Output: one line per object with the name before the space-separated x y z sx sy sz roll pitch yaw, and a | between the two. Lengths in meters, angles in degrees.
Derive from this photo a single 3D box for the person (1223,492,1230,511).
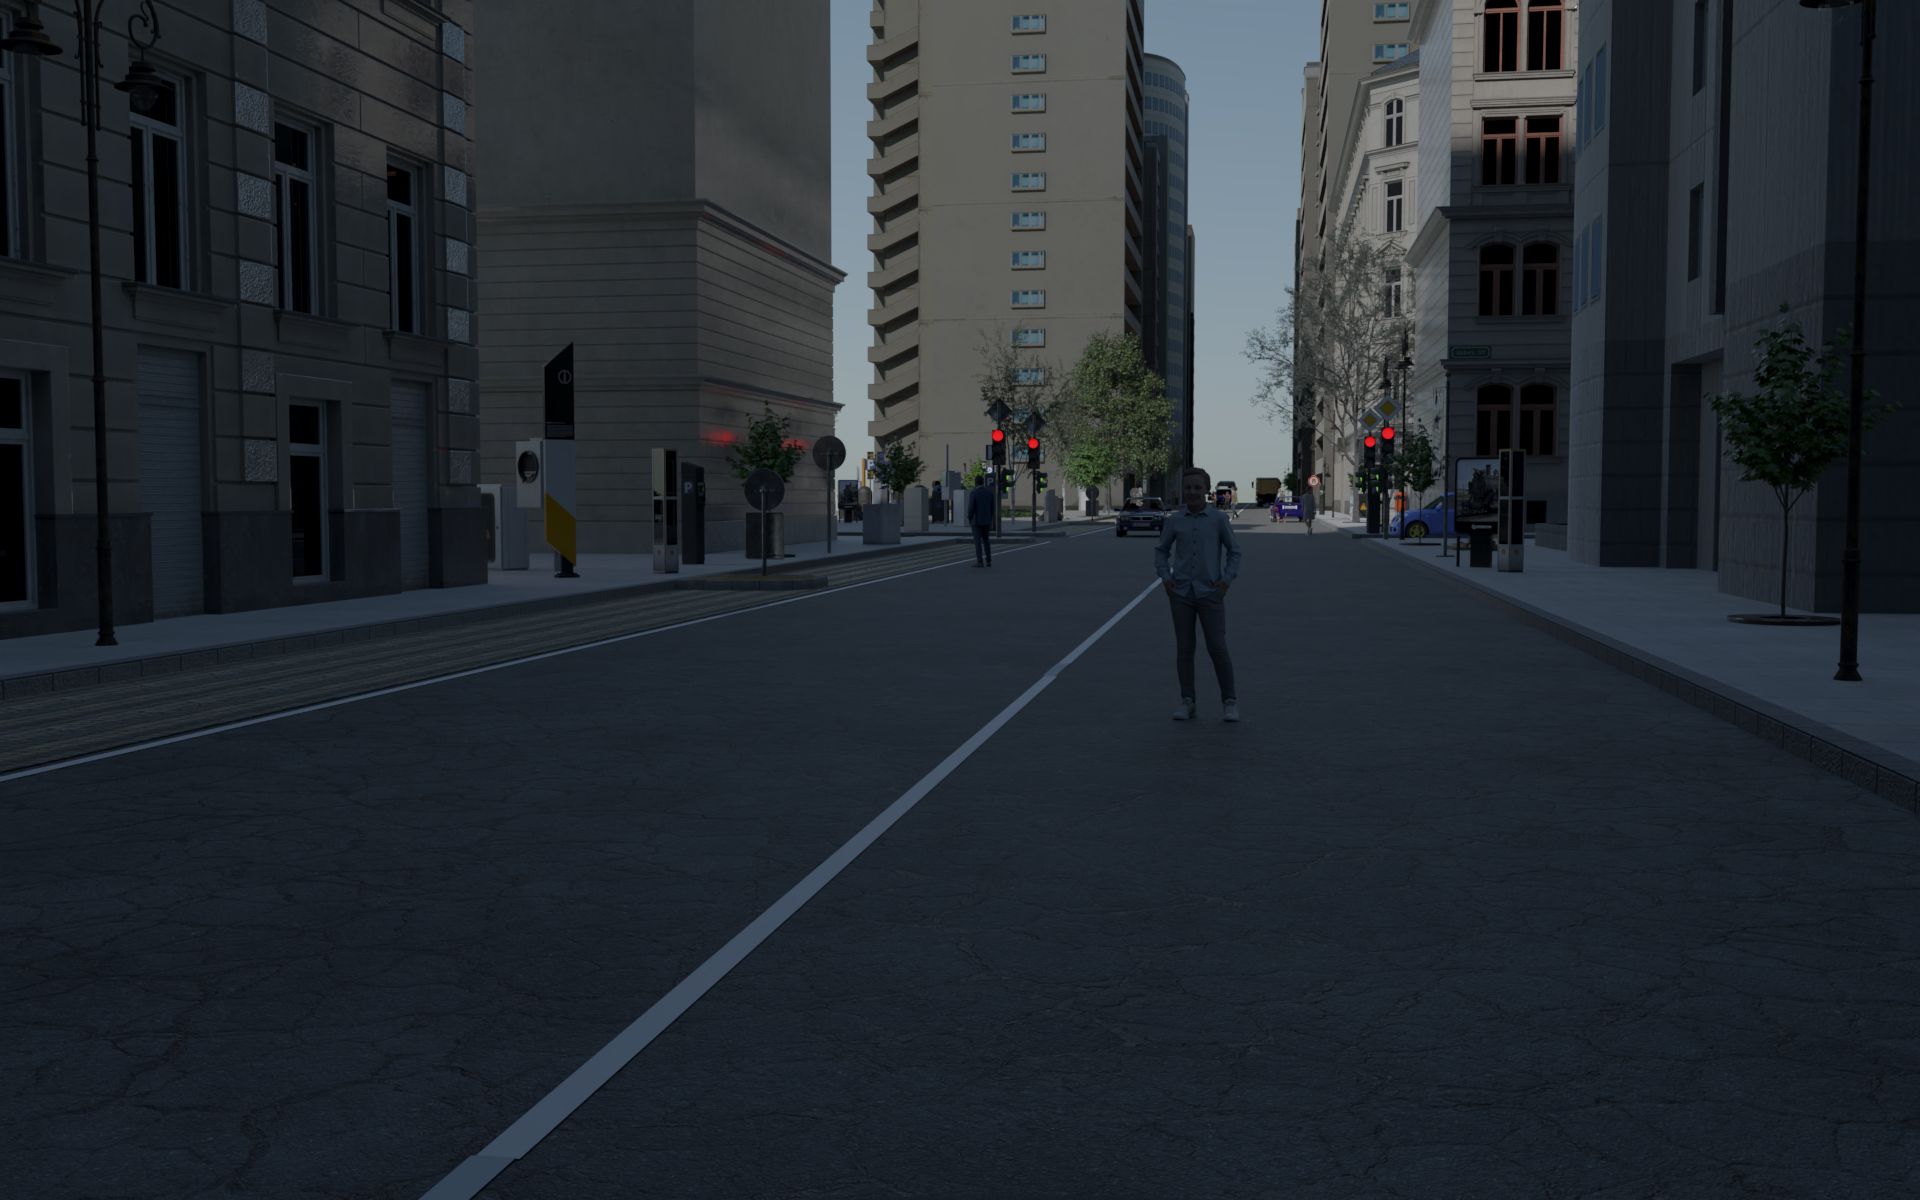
person | 22.497 -8.329 146.153 0.593 1.643 0.415 -1 4 -9

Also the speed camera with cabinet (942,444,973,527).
speed camera with cabinet | -0.031 -4.525 68.316 0.660 3.252 2.038 -2 4 -27

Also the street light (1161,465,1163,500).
street light | 19.948 -12.121 170.960 0.468 5.910 1.993 1 4 10

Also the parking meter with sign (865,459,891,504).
parking meter with sign | -3.958 -5.469 85.685 0.543 3.016 1.738 -3 4 -38

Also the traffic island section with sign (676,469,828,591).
traffic island section with sign | -3.099 -1.093 26.498 1.989 1.847 2.006 1 4 10

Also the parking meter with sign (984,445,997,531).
parking meter with sign | 1.066 -3.916 60.289 0.543 3.016 1.738 0 4 8

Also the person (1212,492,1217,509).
person | 21.232 -8.219 144.344 0.415 1.643 0.593 -1 4 -17

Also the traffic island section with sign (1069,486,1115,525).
traffic island section with sign | 6.113 -4.340 79.589 1.989 1.847 2.006 1 4 10

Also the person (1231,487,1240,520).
person | 15.455 -5.456 97.618 0.836 1.842 0.656 -3 5 -42

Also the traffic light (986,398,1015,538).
traffic light | 1.162 -3.778 50.694 0.839 4.253 0.868 1 4 10

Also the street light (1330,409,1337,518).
street light | 20.276 -7.411 93.956 0.468 5.910 1.993 1 4 10

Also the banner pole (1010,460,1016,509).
banner pole | 3.846 -8.310 125.885 0.401 3.779 0.863 -2 4 -31

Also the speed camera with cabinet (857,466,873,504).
speed camera with cabinet | -6.641 -7.817 122.140 0.660 3.252 2.038 -3 5 -44

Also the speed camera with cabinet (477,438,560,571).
speed camera with cabinet | -7.435 -2.122 29.036 2.038 3.252 0.660 3 5 40

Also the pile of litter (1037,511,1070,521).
pile of litter | 4.862 -4.578 88.811 1.719 0.858 1.176 0 4 6

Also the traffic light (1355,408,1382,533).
traffic light | 13.379 -4.146 56.703 0.839 4.253 0.868 1 4 10

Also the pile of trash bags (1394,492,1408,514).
pile of trash bags | 21.027 -4.163 77.817 1.912 1.369 3.447 -3 5 -45

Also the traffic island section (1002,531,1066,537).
traffic island section | 2.488 -2.228 58.703 2.009 0.180 2.903 1 4 10

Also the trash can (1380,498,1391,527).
trash can | 16.665 -3.471 68.407 0.748 1.137 0.748 0 3 0

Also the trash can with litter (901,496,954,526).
trash can with litter | -1.140 -3.891 74.667 1.678 1.210 2.233 -3 5 -40

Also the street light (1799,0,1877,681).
street light | 6.127 -2.384 11.773 0.468 5.910 1.993 1 4 10

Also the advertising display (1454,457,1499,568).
advertising display | 9.106 -1.529 30.216 0.974 1.923 0.123 3 5 40

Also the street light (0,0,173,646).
street light | -7.241 -2.552 14.519 0.468 5.910 1.993 1 4 10

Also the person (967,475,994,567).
person | 0.426 -1.548 33.991 0.721 1.800 0.419 -3 5 -41

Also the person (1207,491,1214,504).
person | 29.737 -11.926 203.486 1.348 1.824 0.705 1 4 16

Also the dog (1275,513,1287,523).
dog | 15.700 -3.999 84.679 0.406 0.507 0.540 2 4 31

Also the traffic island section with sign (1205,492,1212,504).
traffic island section with sign | 38.284 -15.690 265.152 1.989 1.847 2.006 1 4 10

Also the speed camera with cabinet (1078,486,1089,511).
speed camera with cabinet | 9.447 -8.461 132.668 0.660 3.252 2.038 0 4 -3

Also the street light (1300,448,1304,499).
street light | 33.334 -12.007 169.109 0.468 5.910 1.993 1 4 10

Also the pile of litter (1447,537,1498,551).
pile of litter | 11.776 -1.560 39.477 1.176 0.858 1.719 0 4 -5

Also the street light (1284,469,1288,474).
street light | 47.513 -16.999 250.715 0.468 5.910 1.993 1 4 10

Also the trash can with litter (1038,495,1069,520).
trash can with litter | 4.632 -4.619 86.574 2.233 1.210 1.678 -3 5 -44

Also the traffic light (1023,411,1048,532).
traffic light | 2.526 -4.259 58.562 0.839 4.253 0.868 1 4 10

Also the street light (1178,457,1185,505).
street light | 27.890 -14.906 216.504 0.468 5.910 1.993 1 4 10

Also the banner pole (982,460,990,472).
banner pole | 1.705 -7.673 115.462 0.863 3.779 0.401 0 4 -8

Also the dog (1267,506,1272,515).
dog | 20.942 -6.156 117.491 0.800 0.831 0.513 0 4 -8

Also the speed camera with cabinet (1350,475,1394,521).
speed camera with cabinet | 19.904 -5.462 83.639 2.038 3.252 0.660 -1 4 -12

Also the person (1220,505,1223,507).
person | 29.183 -11.278 193.608 0.721 1.735 1.217 3 5 44

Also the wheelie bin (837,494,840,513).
wheelie bin | -7.283 -6.133 108.188 0.693 1.594 0.980 3 4 37

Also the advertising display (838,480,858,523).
advertising display | -5.013 -4.422 77.507 0.974 1.923 0.123 -2 4 -30

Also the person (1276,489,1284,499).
person | 21.072 -6.445 114.270 0.834 1.777 0.661 -3 5 -44

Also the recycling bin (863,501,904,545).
recycling bin | -2.005 -1.944 44.346 0.722 1.027 0.722 3 5 40

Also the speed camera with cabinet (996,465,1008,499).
speed camera with cabinet | 1.204 -5.151 78.547 2.038 3.252 0.660 -2 4 -32

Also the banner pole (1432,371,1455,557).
banner pole | 9.883 -2.787 35.577 0.401 3.779 0.863 -1 4 -12

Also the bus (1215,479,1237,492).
bus | 36.432 -14.794 236.739 2.948 3.499 13.247 1 4 9

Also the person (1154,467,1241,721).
person | 1.510 -0.045 11.044 0.589 1.601 0.330 2 4 25

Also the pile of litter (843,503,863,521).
pile of litter | -5.175 -4.251 83.472 1.176 0.858 1.719 2 4 27

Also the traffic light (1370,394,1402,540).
traffic light | 12.015 -3.664 48.835 0.839 4.253 0.868 1 4 10

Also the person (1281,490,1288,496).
person | 29.259 -9.015 156.431 0.750 1.759 0.617 -1 4 -12

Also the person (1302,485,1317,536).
person | 12.032 -3.079 59.584 0.466 1.731 0.760 -1 4 -10

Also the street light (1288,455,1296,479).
street light | 41.235 -14.774 214.335 0.468 5.910 1.993 1 4 10

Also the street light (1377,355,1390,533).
street light | 14.105 -5.185 57.557 0.468 5.910 1.993 1 4 10

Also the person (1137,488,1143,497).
person | 9.980 -5.287 95.338 0.834 1.777 0.661 1 4 12

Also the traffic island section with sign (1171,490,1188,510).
traffic island section with sign | 19.579 -9.088 157.219 1.989 1.847 2.006 1 4 10

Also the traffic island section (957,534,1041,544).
traffic island section | 1.124 -1.746 50.835 2.009 0.180 2.903 1 4 10

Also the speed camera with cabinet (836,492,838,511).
speed camera with cabinet | -8.517 -8.511 133.486 2.038 3.252 0.660 1 4 11

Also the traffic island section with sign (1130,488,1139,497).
traffic island section with sign | 10.897 -6.027 107.176 1.989 1.847 2.006 1 4 10

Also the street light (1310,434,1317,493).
street light | 26.994 -9.783 132.740 0.468 5.910 1.993 1 4 10

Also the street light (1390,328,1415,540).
street light | 12.368 -4.617 48.269 0.468 5.910 1.993 1 4 10
